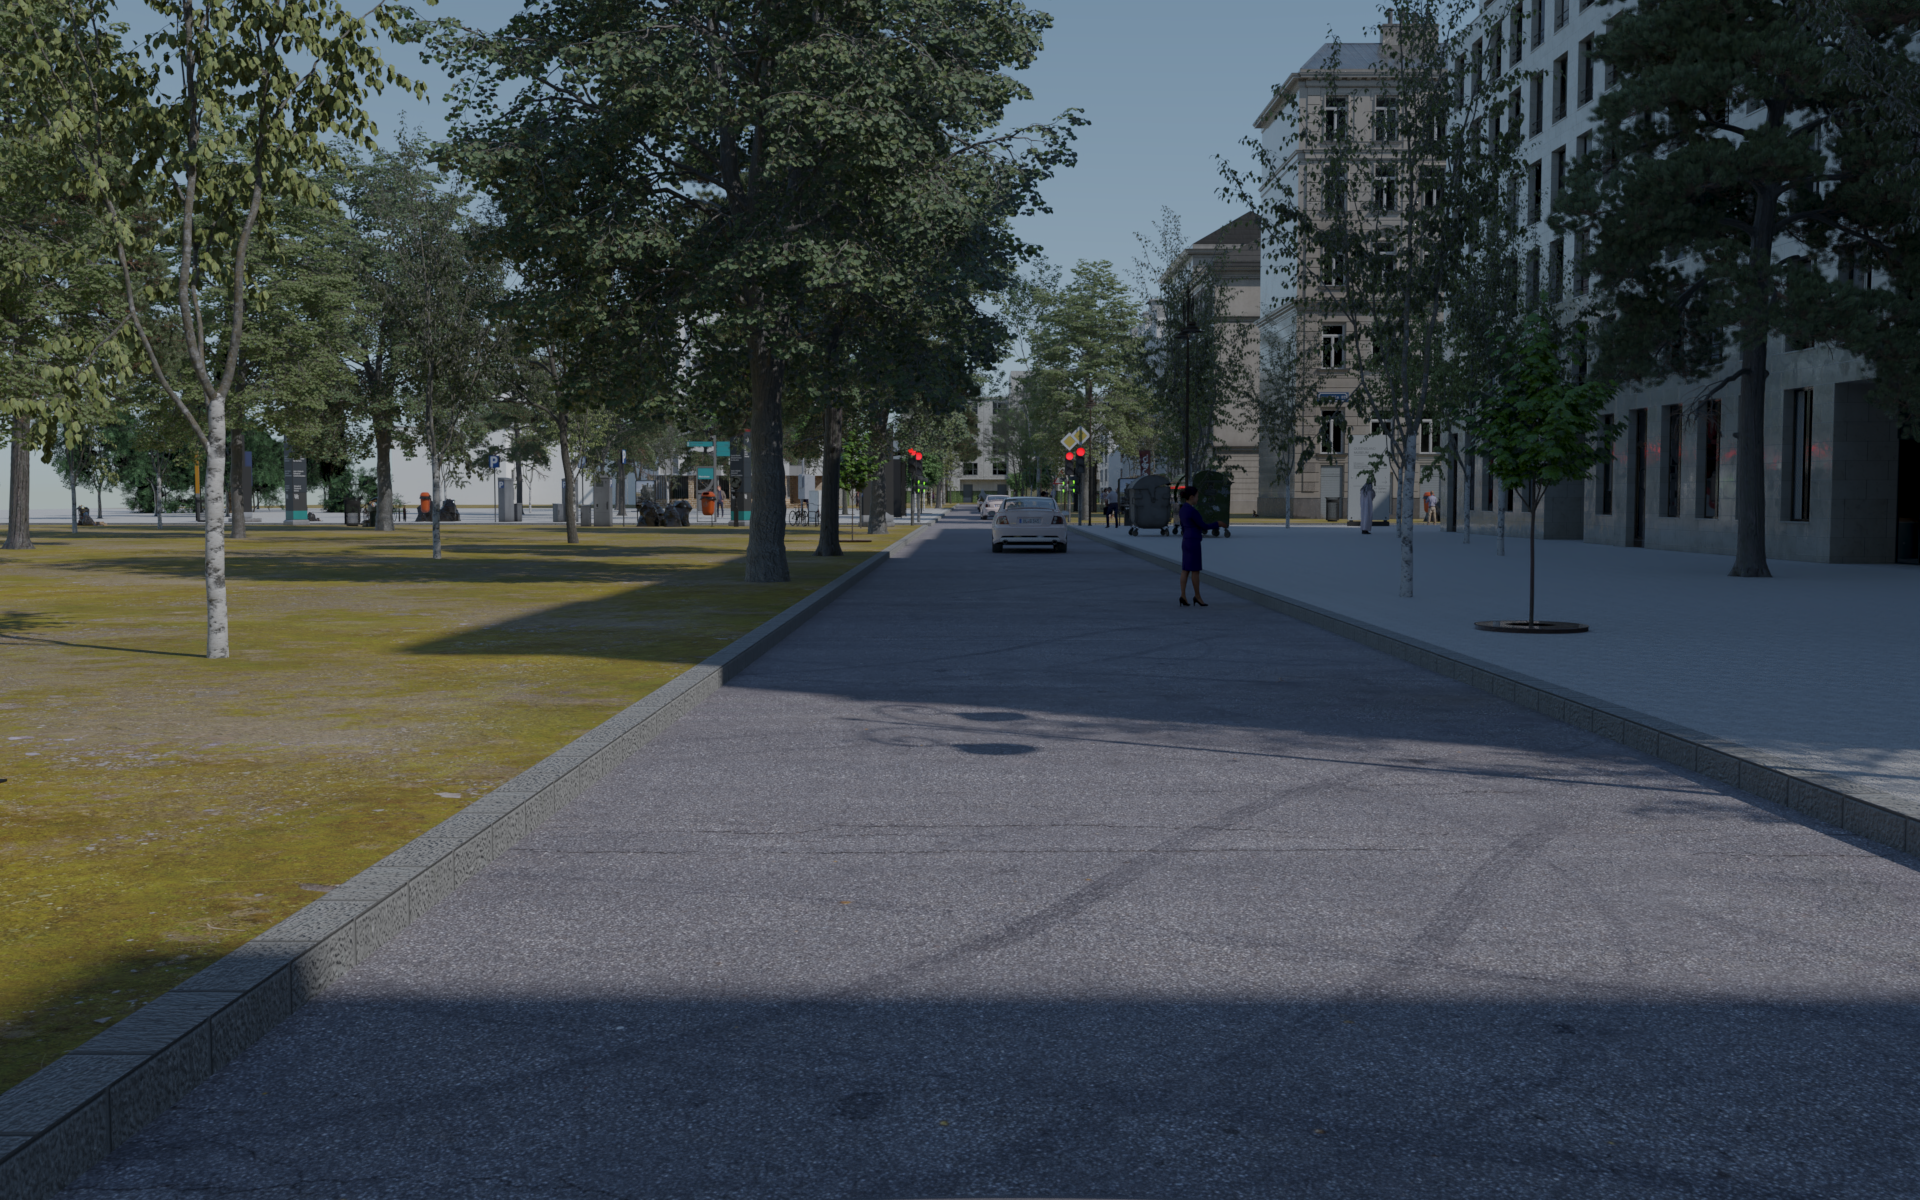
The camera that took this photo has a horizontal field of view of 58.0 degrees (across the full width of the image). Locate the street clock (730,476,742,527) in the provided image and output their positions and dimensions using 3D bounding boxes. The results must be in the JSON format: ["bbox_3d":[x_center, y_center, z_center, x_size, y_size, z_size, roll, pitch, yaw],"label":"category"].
[{"bbox_3d":[-8.753,-3.860,67.678,0.471,2.002,0.358,0,4,-4],"label":"street clock"}]

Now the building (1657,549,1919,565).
[{"bbox_3d":[21.217,-10.940,33.624,10.420,20.320,16.860,0,4,0],"label":"building"}]

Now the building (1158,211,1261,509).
[{"bbox_3d":[22.829,-19.228,143.259,11.050,23.489,19.941,0,4,0],"label":"building"}]

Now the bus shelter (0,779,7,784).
[{"bbox_3d":[-4.767,-0.805,4.448,1.731,3.624,6.357,0,4,0],"label":"bus shelter"}]

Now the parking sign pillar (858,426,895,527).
[{"bbox_3d":[-3.279,-4.854,67.841,1.447,3.967,1.447,-2,4,-27],"label":"parking sign pillar"}]

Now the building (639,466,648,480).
[{"bbox_3d":[-51.006,-19.023,253.179,28.070,9.664,9.099,0,4,0],"label":"building"}]

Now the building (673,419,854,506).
[{"bbox_3d":[-20.544,-19.228,180.843,16.747,18.905,31.486,0,4,0],"label":"building"}]

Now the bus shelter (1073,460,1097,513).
[{"bbox_3d":[8.642,-7.977,121.699,1.731,3.624,6.357,0,4,0],"label":"bus shelter"}]

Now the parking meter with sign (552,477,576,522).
[{"bbox_3d":[-17.865,-5.073,79.211,0.543,3.016,1.738,2,4,34],"label":"parking meter with sign"}]

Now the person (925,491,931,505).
[{"bbox_3d":[-3.668,-11.941,200.913,1.348,1.869,0.705,-2,4,-30],"label":"person"}]

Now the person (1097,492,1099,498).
[{"bbox_3d":[12.667,-9.351,162.114,0.799,1.438,0.628,-2,4,-32],"label":"person"}]

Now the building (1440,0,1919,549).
[{"bbox_3d":[21.623,-11.969,50.450,10.420,20.320,16.860,0,4,0],"label":"building"}]

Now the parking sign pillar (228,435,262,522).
[{"bbox_3d":[-32.825,-5.561,79.388,1.447,3.967,1.447,-2,4,-33],"label":"parking sign pillar"}]

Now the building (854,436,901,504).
[{"bbox_3d":[-22.607,-18.995,252.715,28.070,9.664,9.099,0,4,0],"label":"building"}]

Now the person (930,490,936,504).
[{"bbox_3d":[-3.106,-11.687,197.812,1.217,1.739,0.721,-1,4,-16],"label":"person"}]

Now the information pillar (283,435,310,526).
[{"bbox_3d":[-27.238,-4.992,70.998,0.750,3.857,0.750,3,5,39],"label":"information pillar"}]

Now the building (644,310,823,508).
[{"bbox_3d":[-20.106,-18.531,159.398,16.016,20.091,11.380,0,4,0],"label":"building"}]

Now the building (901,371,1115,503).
[{"bbox_3d":[7.357,-23.871,256.753,31.486,18.905,16.747,0,4,0],"label":"building"}]

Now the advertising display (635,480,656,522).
[{"bbox_3d":[-14.278,-4.495,78.700,0.974,1.923,0.123,1,4,15],"label":"advertising display"}]

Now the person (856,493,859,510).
[{"bbox_3d":[-9.034,-9.121,156.639,0.415,1.643,0.593,1,4,21],"label":"person"}]

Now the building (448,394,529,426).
[{"bbox_3d":[-70.990,-24.464,256.413,11.380,20.091,16.016,0,4,0],"label":"building"}]

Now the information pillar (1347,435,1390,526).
[{"bbox_3d":[16.286,-4.751,68.998,1.656,3.620,0.184,0,4,2],"label":"information pillar"}]

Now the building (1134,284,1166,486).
[{"bbox_3d":[25.054,-18.662,161.547,16.016,20.091,11.380,0,4,0],"label":"building"}]

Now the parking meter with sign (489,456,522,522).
[{"bbox_3d":[-20.767,-5.079,79.307,0.543,3.016,1.738,2,4,23],"label":"parking meter with sign"}]

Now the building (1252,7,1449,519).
[{"bbox_3d":[29.253,-18.118,93.495,25.104,27.353,12.463,0,4,0],"label":"building"}]

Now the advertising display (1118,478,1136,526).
[{"bbox_3d":[6.763,-3.934,69.530,0.974,1.923,0.123,-2,4,-29],"label":"advertising display"}]

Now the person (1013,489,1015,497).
[{"bbox_3d":[6.207,-11.727,197.775,0.705,1.824,1.348,0,4,7],"label":"person"}]

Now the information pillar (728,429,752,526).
[{"bbox_3d":[-8.776,-4.890,69.328,0.750,3.857,0.750,1,4,22],"label":"information pillar"}]

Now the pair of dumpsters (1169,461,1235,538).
[{"bbox_3d":[7.311,-3.066,52.622,1.574,2.255,4.436,0,4,1],"label":"pair of dumpsters"}]

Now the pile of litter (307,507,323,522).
[{"bbox_3d":[-30.805,-4.111,81.185,1.719,0.858,1.176,0,4,2],"label":"pile of litter"}]

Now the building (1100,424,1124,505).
[{"bbox_3d":[21.969,-16.068,204.866,9.099,9.664,28.070,0,4,0],"label":"building"}]

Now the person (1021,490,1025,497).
[{"bbox_3d":[7.905,-13.026,219.023,0.705,1.822,1.348,-1,4,-18],"label":"person"}]

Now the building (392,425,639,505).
[{"bbox_3d":[-54.962,-16.645,214.299,28.070,9.664,9.099,0,4,0],"label":"building"}]

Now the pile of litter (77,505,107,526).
[{"bbox_3d":[-35.279,-3.437,70.161,1.176,0.858,1.719,-3,5,-43],"label":"pile of litter"}]

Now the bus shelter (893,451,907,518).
[{"bbox_3d":[-3.560,-6.349,95.085,1.731,3.624,6.357,0,4,1],"label":"bus shelter"}]

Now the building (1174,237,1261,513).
[{"bbox_3d":[21.481,-15.853,123.826,10.561,19.102,19.286,0,4,0],"label":"building"}]

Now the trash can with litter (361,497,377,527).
[{"bbox_3d":[-23.040,-3.444,67.694,1.055,1.170,0.624,2,4,33],"label":"trash can with litter"}]

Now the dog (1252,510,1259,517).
[{"bbox_3d":[16.262,-4.769,95.711,0.550,0.427,0.748,1,4,22],"label":"dog"}]

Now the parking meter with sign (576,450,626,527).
[{"bbox_3d":[-14.048,-4.393,68.087,1.738,3.016,0.543,0,4,3],"label":"parking meter with sign"}]

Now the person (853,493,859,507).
[{"bbox_3d":[-10.544,-10.531,178.231,0.705,1.824,1.348,3,5,43],"label":"person"}]

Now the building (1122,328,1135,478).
[{"bbox_3d":[24.944,-19.381,173.300,16.016,20.091,11.380,0,4,0],"label":"building"}]
